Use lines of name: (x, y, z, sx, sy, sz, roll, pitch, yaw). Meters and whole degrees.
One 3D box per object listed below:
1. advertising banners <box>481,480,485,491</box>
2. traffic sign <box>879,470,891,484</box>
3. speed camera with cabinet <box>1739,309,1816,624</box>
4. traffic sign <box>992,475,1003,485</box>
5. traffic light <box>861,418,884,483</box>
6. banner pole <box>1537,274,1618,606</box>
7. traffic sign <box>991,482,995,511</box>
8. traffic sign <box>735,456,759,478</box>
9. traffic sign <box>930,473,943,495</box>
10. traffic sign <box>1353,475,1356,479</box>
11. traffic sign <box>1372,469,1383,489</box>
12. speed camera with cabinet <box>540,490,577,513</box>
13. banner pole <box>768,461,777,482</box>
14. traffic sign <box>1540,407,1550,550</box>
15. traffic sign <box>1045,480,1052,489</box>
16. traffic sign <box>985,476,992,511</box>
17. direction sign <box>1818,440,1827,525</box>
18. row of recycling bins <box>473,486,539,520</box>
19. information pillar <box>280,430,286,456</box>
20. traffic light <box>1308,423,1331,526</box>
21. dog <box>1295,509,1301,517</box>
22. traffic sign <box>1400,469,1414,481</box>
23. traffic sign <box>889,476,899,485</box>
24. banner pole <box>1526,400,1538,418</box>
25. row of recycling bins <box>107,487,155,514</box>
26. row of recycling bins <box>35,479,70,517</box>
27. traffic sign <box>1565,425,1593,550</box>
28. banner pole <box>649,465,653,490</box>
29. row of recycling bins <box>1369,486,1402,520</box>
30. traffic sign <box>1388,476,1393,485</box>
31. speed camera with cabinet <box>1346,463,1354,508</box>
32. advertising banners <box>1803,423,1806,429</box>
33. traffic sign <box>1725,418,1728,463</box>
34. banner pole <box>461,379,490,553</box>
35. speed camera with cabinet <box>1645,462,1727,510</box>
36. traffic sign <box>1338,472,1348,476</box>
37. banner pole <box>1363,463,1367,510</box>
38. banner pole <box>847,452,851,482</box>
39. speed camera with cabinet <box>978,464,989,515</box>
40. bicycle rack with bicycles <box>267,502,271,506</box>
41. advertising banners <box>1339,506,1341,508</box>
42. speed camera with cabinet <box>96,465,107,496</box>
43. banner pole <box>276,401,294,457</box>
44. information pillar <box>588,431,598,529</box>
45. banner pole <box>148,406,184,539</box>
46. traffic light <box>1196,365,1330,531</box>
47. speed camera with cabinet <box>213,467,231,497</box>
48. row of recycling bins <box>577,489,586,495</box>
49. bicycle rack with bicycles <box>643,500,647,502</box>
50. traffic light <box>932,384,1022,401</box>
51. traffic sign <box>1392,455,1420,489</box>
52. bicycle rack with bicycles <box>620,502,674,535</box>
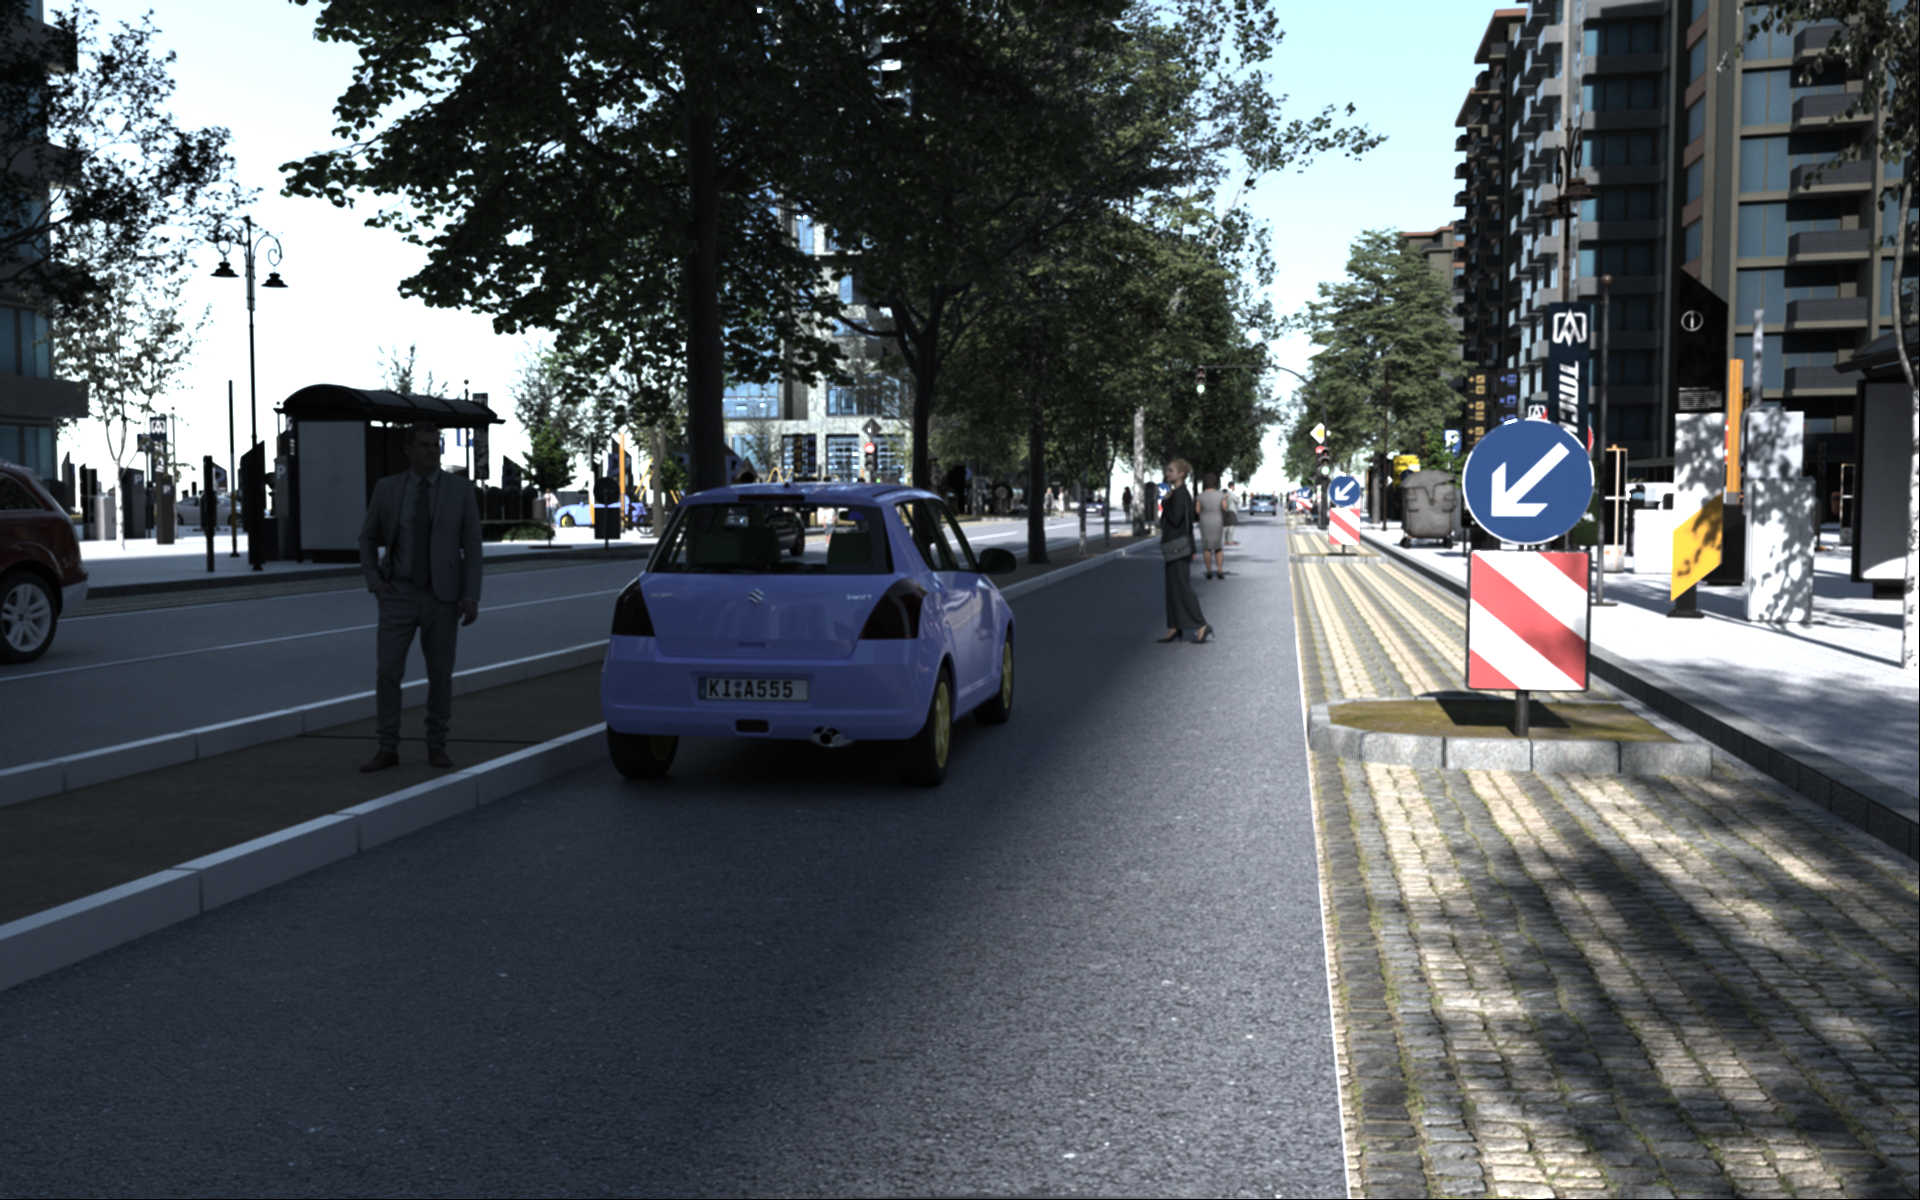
advertising banners: (-41.897, -9.440, 150.527, 0.090, 3.025, 2.074, 2, 4, 30)
traffic sign: (-4.205, -5.789, 94.661, 0.884, 2.594, 0.081, 1, 4, 15)
speed camera with cabinet: (8.489, -1.446, 17.973, 0.660, 3.252, 2.038, 1, 4, 22)
traffic sign: (2.431, -6.884, 112.666, 0.768, 2.556, 0.104, 1, 4, 14)
traffic light: (-3.241, -4.581, 63.817, 0.839, 4.253, 0.868, 1, 4, 11)
banner pole: (7.142, -1.827, 19.883, 0.863, 3.779, 0.401, 1, 4, 8)
traffic sign: (2.514, -7.559, 124.771, 0.795, 2.450, 0.064, 1, 4, 17)
traffic sign: (-7.221, -3.592, 58.728, 0.884, 2.594, 0.081, 1, 4, 15)
traffic sign: (-1.456, -6.524, 106.780, 0.768, 2.556, 0.104, 1, 4, 12)
traffic sign: (27.083, -7.294, 119.254, 0.884, 2.594, 0.081, 1, 4, 16)
traffic sign: (21.393, -5.395, 88.315, 0.768, 2.556, 0.104, 1, 4, 17)
speed camera with cabinet: (-20.102, -5.651, 86.725, 0.660, 3.252, 2.038, 2, 4, 30)
banner pole: (-14.124, -8.570, 130.131, 0.863, 3.779, 0.401, -1, 4, -13)
traffic sign: (8.404, -1.512, 24.718, 0.884, 2.594, 0.081, 1, 4, 12)
traffic sign: (6.526, -7.751, 128.853, 0.606, 2.300, 0.079, 1, 4, 12)
traffic sign: (1.918, -7.466, 122.073, 0.884, 2.594, 0.081, 1, 4, 15)
direction sign: (36.239, -4.945, 72.854, 0.379, 3.537, 0.876, 0, 4, 8)
row of recycling bins: (-22.937, -4.886, 86.994, 3.534, 1.692, 1.069, -2, 4, -26)
information pillar: (-21.565, -3.937, 55.725, 0.504, 3.616, 0.183, -1, 4, -16)
traffic light: (14.261, -4.880, 68.706, 0.839, 4.253, 0.868, 1, 4, 11)
dog: (20.744, -5.319, 106.247, 0.540, 0.507, 0.406, 2, 4, 30)
traffic sign: (22.769, -5.382, 88.094, 0.768, 2.556, 0.104, 1, 4, 18)
traffic sign: (-3.661, -5.731, 95.830, 0.606, 2.300, 0.079, 1, 4, 11)
banner pole: (13.681, -3.097, 40.650, 0.863, 3.779, 0.401, 1, 4, 16)
row of recycling bins: (-50.187, -5.972, 104.757, 1.069, 1.692, 3.534, 1, 4, 13)
row of recycling bins: (-24.534, -2.335, 45.295, 1.069, 1.692, 3.534, 0, 4, 2)
traffic sign: (9.889, -1.720, 28.220, 0.768, 2.556, 0.104, 1, 4, 13)
banner pole: (-22.991, -8.560, 129.972, 0.401, 3.779, 0.863, 3, 5, 44)
row of recycling bins: (22.546, -5.177, 91.758, 1.069, 1.692, 3.534, 0, 4, -1)
traffic sign: (23.827, -5.858, 96.960, 0.795, 2.450, 0.064, 1, 4, 15)
speed camera with cabinet: (24.627, -7.063, 109.818, 0.660, 3.252, 2.038, 1, 4, 18)
advertising banners: (19.658, -2.836, 42.552, 2.074, 3.025, 0.090, 0, 4, 8)
traffic sign: (12.621, -1.759, 28.861, 0.768, 2.556, 0.104, 1, 4, 17)
banner pole: (-10.529, -2.914, 37.656, 0.863, 3.779, 0.401, 2, 4, 28)
speed camera with cabinet: (17.484, -2.884, 41.482, 2.038, 3.252, 0.660, -1, 4, -10)
traffic sign: (21.790, -6.010, 98.375, 0.768, 2.556, 0.104, 1, 4, 12)
banner pole: (32.904, -9.211, 140.608, 0.401, 3.779, 0.863, 1, 4, 23)
banner pole: (-6.543, -6.856, 102.116, 0.401, 3.779, 0.863, 1, 4, 9)
speed camera with cabinet: (1.331, -6.990, 108.623, 0.660, 3.252, 2.038, 1, 4, 13)
bicycle rack with bicycles: (-58.517, -7.989, 143.998, 2.925, 0.926, 2.852, 3, 5, 41)
advertising banners: (23.436, -6.751, 106.560, 0.090, 3.025, 2.074, 1, 4, 17)
speed camera with cabinet: (-58.834, -7.624, 118.988, 0.660, 3.252, 2.038, 1, 4, 22)
banner pole: (-18.078, -3.464, 46.656, 0.863, 3.779, 0.401, -2, 4, -29)
information pillar: (-13.753, -4.481, 64.626, 0.183, 3.616, 0.504, -2, 4, -24)
banner pole: (-22.582, -3.623, 49.249, 0.863, 3.779, 0.401, -1, 4, -23)
traffic light: (10.725, -5.286, 61.098, 4.771, 5.953, 1.251, 1, 4, 11)
speed camera with cabinet: (-55.350, -8.263, 129.430, 0.660, 3.252, 2.038, 1, 4, 20)
row of recycling bins: (-33.137, -8.865, 152.058, 1.069, 1.692, 3.534, -1, 4, -19)
bicycle rack with bicycles: (-20.351, -6.145, 113.848, 2.925, 0.926, 2.852, -1, 4, -13)
traffic light: (0.294, -5.911, 71.319, 4.771, 5.953, 1.251, 1, 4, 11)
traffic sign: (23.469, -5.838, 89.327, 2.265, 3.308, 0.079, 1, 4, 14)
bicycle rack with bicycles: (-9.508, -2.580, 55.567, 2.925, 0.926, 2.852, 1, 4, 14)
